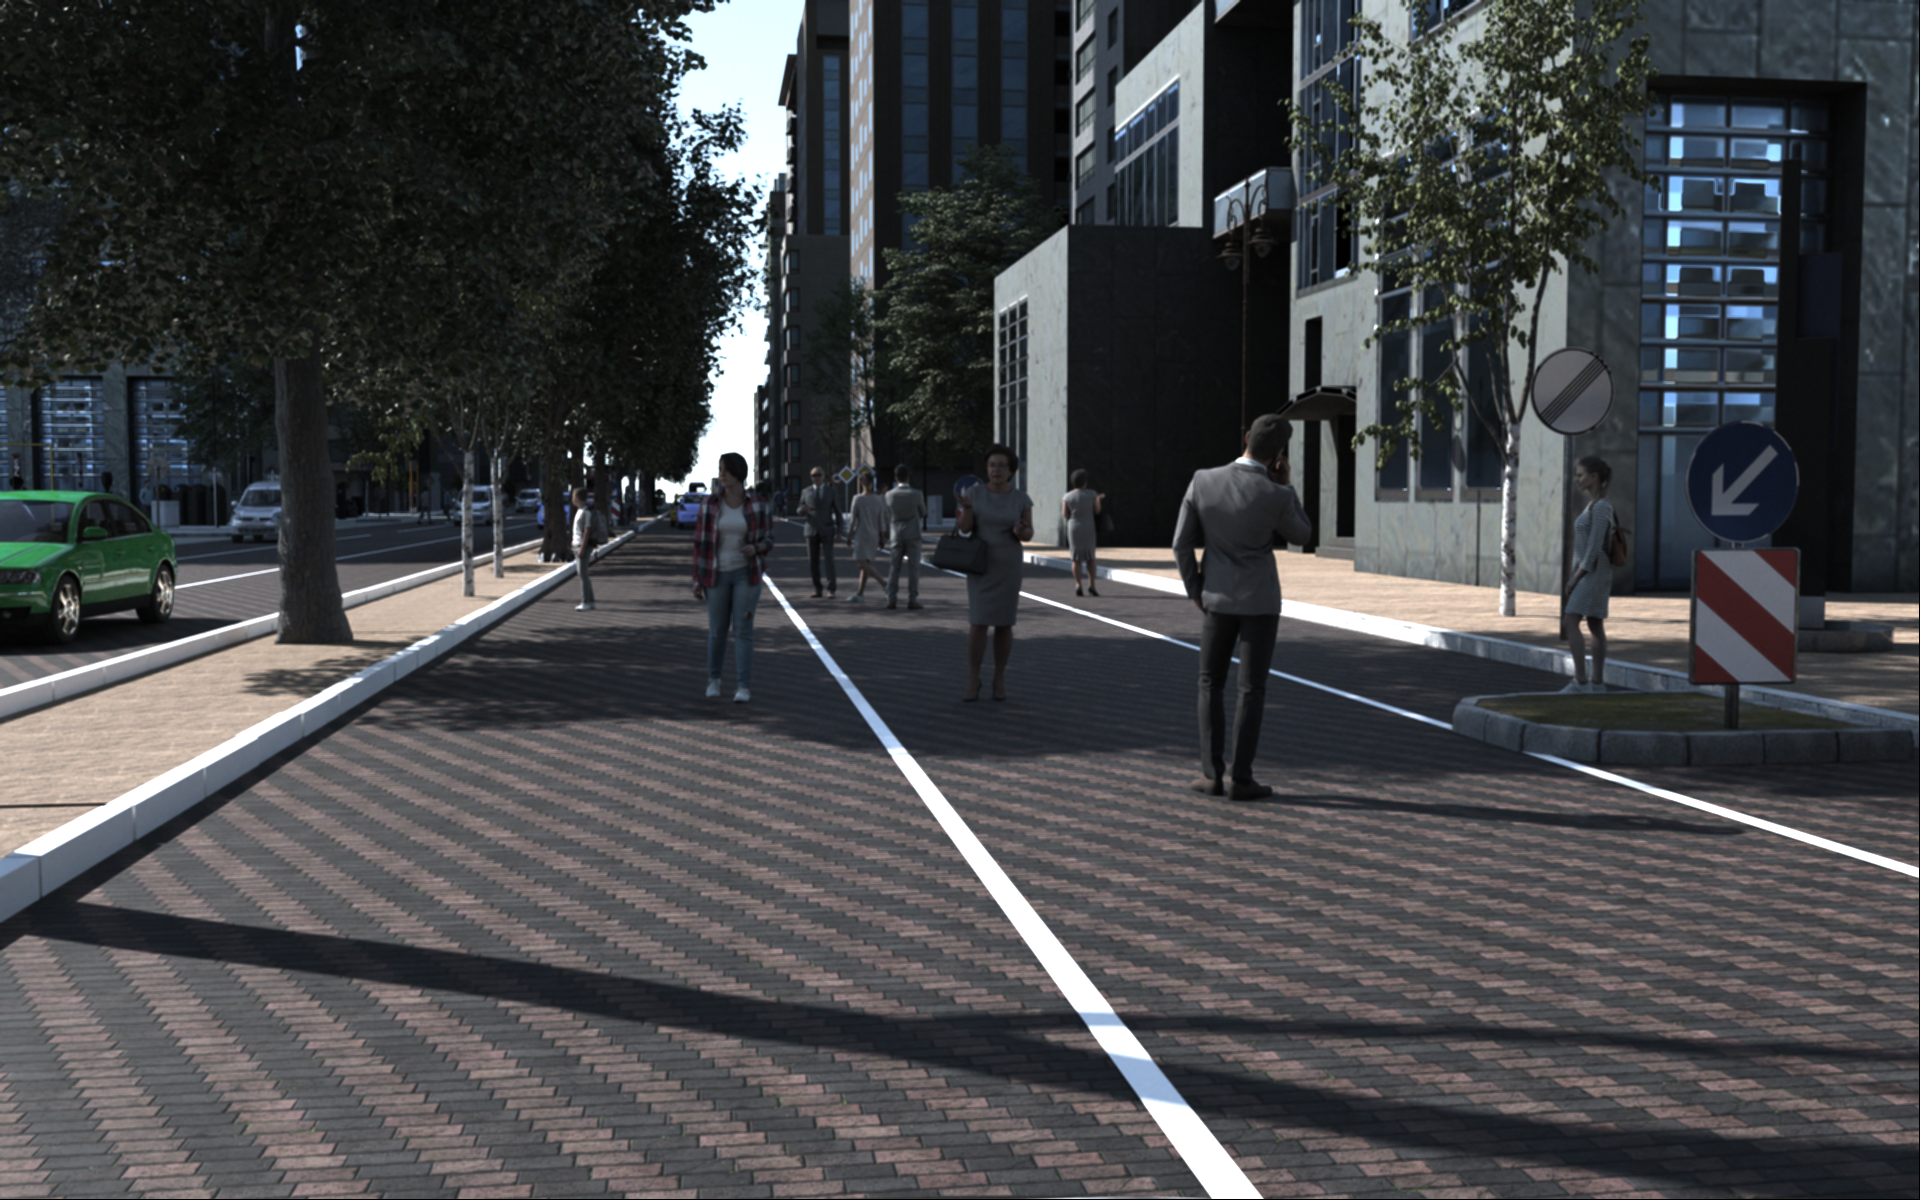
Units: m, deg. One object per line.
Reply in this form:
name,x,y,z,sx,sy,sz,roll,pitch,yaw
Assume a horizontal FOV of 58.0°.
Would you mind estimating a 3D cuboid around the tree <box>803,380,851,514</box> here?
tree,-8.129,-9.955,113.131,4.360,8.622,3.978,0,3,0

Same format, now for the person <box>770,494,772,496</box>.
person,-23.594,-13.119,220.520,1.348,1.826,0.705,-1,4,-18

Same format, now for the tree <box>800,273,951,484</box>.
tree,-4.036,-9.596,82.651,9.928,11.665,9.643,0,3,0

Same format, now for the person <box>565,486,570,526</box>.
person,-17.427,-4.180,76.943,0.391,1.810,0.635,-3,5,-42

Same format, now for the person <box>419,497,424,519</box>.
person,-30.628,-5.219,98.499,0.362,1.253,0.373,3,5,44

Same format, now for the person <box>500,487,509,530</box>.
person,-18.125,-3.614,68.598,0.522,1.701,0.512,0,3,0

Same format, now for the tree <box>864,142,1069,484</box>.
tree,0.766,-8.435,56.038,7.486,12.596,7.792,0,3,0

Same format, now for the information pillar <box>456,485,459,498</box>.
information pillar,-39.133,-7.996,135.220,0.304,2.012,0.304,-3,5,-43

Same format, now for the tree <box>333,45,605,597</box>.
tree,-6.908,-4.357,24.053,4.737,8.622,4.395,0,3,0

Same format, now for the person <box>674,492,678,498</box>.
person,-39.336,-14.130,240.078,0.990,1.755,0.434,2,4,34

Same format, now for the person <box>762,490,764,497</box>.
person,-26.547,-13.875,232.924,0.705,1.821,1.348,0,4,-5

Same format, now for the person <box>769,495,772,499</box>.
person,-24.969,-13.601,228.935,0.721,1.766,1.217,-1,4,-23

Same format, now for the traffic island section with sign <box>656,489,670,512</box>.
traffic island section with sign,-24.678,-8.197,142.158,2.006,1.907,1.989,-1,4,-8

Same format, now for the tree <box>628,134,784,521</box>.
tree,-15.869,-14.149,89.683,12.611,20.169,13.585,0,3,0

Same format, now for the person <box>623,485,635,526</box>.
person,-13.618,-3.839,71.443,0.537,1.800,0.526,-2,4,-34

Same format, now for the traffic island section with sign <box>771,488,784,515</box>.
traffic island section with sign,-12.108,-6.713,118.377,1.989,1.847,2.006,-1,4,-8

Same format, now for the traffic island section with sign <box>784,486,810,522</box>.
traffic island section with sign,-8.073,-5.056,91.290,1.989,1.847,2.006,-1,4,-8

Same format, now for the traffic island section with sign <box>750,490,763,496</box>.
traffic island section with sign,-23.552,-11.406,195.112,1.989,1.847,2.006,-1,4,-8

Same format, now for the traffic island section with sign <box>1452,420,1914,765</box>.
traffic island section with sign,4.018,-0.092,10.131,1.989,1.847,2.006,-1,4,-8

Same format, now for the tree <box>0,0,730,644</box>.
tree,-6.214,-6.550,16.204,9.857,13.997,8.962,0,3,0

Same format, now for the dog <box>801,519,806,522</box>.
dog,-7.812,-4.238,89.478,0.748,0.427,0.550,1,4,14

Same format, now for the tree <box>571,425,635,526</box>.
tree,-15.387,-9.144,77.712,9.928,11.665,9.643,0,3,0

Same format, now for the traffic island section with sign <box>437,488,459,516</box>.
traffic island section with sign,-33.558,-6.498,114.877,1.989,1.847,2.006,-1,4,-8

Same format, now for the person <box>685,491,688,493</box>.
person,-28.759,-10.578,182.114,0.621,1.740,0.551,-1,4,-8

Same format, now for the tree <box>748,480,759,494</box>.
tree,-27.884,-14.946,238.961,1.663,3.219,1.824,0,3,0

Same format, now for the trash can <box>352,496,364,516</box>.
trash can,-35.485,-5.530,102.068,0.748,1.137,0.748,0,3,0

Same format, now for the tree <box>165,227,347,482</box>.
tree,-29.389,-9.499,73.438,7.486,12.596,7.792,0,3,0

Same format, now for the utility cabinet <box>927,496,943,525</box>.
utility cabinet,-1.055,-3.730,72.148,0.306,1.237,1.020,-1,4,-23

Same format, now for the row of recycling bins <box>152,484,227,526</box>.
row of recycling bins,-31.552,-3.903,70.928,3.534,1.692,1.069,1,4,18

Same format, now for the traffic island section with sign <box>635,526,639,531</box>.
traffic island section with sign,-13.590,-3.652,67.839,2.006,1.907,1.989,-1,4,-8

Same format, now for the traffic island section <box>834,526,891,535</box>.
traffic island section,-3.320,-2.407,61.634,2.009,0.180,2.903,-1,4,-8

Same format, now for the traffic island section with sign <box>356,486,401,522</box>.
traffic island section with sign,-29.583,-4.868,88.216,1.989,1.847,2.006,-1,4,-8

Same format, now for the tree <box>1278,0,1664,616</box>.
tree,5.715,-4.150,18.222,4.737,8.622,4.395,0,3,0

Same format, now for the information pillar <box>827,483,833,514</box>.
information pillar,-8.285,-6.494,110.672,0.304,2.012,0.304,-2,4,-24

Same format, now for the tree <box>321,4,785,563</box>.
tree,-8.480,-7.124,35.950,9.611,12.733,9.660,0,3,0

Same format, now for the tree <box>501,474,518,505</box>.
tree,-43.907,-10.661,168.902,1.663,3.219,1.824,0,3,0

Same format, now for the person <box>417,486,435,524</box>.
person,-25.378,-4.489,82.162,0.678,1.792,0.850,3,5,40

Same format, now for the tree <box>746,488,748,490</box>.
tree,-33.909,-17.473,280.277,1.663,3.219,1.824,0,3,0

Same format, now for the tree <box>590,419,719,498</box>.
tree,-24.153,-13.675,136.409,12.009,13.543,11.850,0,3,0

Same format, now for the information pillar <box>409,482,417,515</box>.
information pillar,-34.107,-6.330,107.994,0.304,2.012,0.304,2,4,34

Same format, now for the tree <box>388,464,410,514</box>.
tree,-35.883,-7.113,110.899,1.663,3.219,1.824,0,3,0

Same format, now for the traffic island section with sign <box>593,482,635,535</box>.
traffic island section with sign,-12.508,-3.203,60.511,2.006,1.907,1.989,-1,4,-8

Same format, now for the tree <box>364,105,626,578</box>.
tree,-7.808,-4.661,29.023,4.360,8.622,3.978,0,3,0

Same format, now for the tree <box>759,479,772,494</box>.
tree,-21.817,-12.528,199.431,1.663,3.219,1.824,0,3,0

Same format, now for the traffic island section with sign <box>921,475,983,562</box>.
traffic island section with sign,-0.007,-1.744,37.149,1.989,1.847,2.006,-1,4,-8

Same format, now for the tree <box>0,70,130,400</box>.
tree,-25.477,-8.049,41.970,12.009,13.543,11.850,0,3,0

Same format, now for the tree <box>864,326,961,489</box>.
tree,-2.192,-7.742,76.941,4.737,8.622,4.395,0,3,0

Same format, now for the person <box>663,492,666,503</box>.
person,-45.766,-15.849,268.306,0.621,1.740,0.551,2,4,35

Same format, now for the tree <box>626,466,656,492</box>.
tree,-13.838,-7.131,69.409,4.360,8.622,3.978,0,3,0

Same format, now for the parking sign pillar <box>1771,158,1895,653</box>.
parking sign pillar,7.085,-1.594,14.542,1.447,3.967,1.447,2,4,26

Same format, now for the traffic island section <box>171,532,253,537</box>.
traffic island section,-25.122,-2.209,58.401,2.009,0.180,2.903,-1,4,-8

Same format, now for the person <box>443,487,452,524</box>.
person,-24.883,-4.604,84.120,0.444,1.785,0.601,-1,4,-22

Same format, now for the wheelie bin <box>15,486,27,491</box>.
wheelie bin,-37.125,-3.717,68.687,0.693,1.594,0.980,-2,4,-31

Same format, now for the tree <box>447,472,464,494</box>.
tree,-38.451,-8.440,132.591,1.663,3.219,1.824,0,3,0

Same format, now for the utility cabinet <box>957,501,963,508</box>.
utility cabinet,0.386,-4.226,77.772,1.173,1.500,0.318,3,5,43
